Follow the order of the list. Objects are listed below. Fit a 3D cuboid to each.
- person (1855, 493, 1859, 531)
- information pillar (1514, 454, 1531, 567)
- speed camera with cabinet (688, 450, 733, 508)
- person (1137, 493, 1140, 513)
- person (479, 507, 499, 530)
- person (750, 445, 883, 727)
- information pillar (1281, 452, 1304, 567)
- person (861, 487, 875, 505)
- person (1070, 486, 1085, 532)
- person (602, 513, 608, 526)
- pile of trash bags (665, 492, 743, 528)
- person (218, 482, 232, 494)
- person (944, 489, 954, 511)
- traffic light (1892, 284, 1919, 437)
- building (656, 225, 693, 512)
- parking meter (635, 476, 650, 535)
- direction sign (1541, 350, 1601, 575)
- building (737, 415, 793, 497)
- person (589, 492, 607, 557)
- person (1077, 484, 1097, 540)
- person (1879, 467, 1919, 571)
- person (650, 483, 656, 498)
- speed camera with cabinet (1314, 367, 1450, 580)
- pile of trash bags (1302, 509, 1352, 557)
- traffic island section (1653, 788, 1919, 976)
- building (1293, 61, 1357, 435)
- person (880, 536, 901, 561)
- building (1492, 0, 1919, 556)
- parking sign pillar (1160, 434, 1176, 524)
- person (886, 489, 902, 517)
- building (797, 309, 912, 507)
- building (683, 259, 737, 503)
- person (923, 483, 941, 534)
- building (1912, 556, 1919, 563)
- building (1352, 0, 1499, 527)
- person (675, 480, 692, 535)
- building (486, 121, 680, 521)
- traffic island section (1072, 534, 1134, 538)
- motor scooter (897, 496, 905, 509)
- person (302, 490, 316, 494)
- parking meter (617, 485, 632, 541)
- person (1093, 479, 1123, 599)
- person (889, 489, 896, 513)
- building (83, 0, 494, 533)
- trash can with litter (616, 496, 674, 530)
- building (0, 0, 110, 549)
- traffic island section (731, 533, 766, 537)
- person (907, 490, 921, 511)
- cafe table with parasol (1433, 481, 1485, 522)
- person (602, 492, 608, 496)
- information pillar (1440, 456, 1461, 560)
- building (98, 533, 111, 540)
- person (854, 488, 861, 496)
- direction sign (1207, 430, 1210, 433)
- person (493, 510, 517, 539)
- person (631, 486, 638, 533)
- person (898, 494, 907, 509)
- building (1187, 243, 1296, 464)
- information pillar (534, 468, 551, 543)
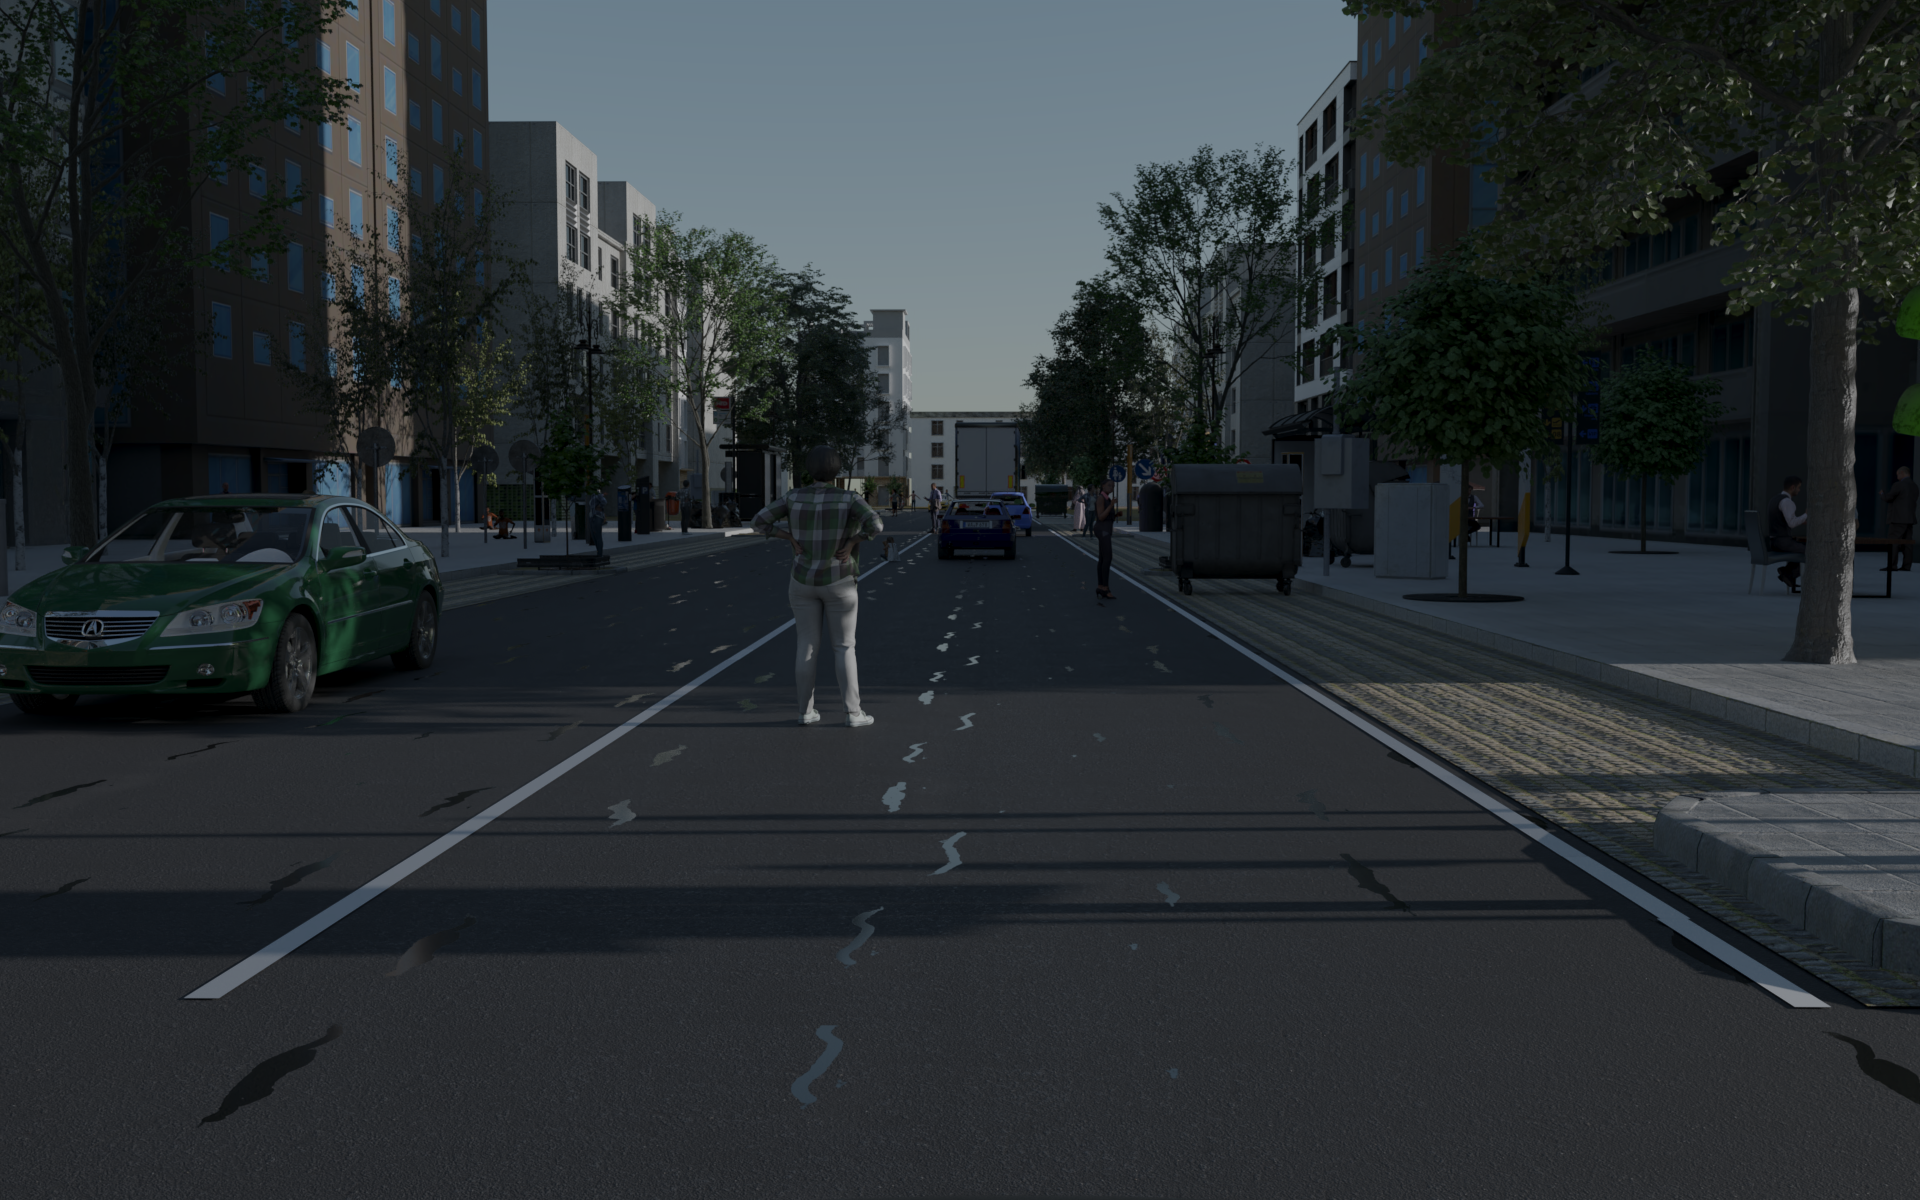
[{"bbox_3d":[12.335,-0.873,24.230,0.340,1.345,0.435,3,5,43],"label":"person"},{"bbox_3d":[9.889,-2.383,30.322,0.183,3.616,0.504,0,4,4],"label":"information pillar"},{"bbox_3d":[-11.163,-5.105,77.805,2.038,3.252,0.660,-1,4,-22],"label":"speed camera with cabinet"},{"bbox_3d":[11.978,-6.486,115.317,0.421,1.427,0.697,1,4,9],"label":"person"},{"bbox_3d":[-16.849,-2.909,61.888,0.859,0.850,0.655,0,4,-5],"label":"person"},{"bbox_3d":[-0.850,-0.093,10.750,0.841,1.734,0.376,1,4,15],"label":"person"},{"bbox_3d":[5.879,-1.601,30.671,0.304,2.012,0.304,-1,4,-11],"label":"information pillar"},{"bbox_3d":[-7.663,-8.369,142.506,1.348,1.869,0.705,2,4,23],"label":"person"},{"bbox_3d":[4.533,-3.454,65.638,0.621,1.740,0.551,3,5,40],"label":"person"},{"bbox_3d":[-14.428,-3.266,69.915,0.357,0.543,0.381,-3,5,-42],"label":"person"},{"bbox_3d":[-10.077,-3.515,67.220,3.447,1.369,1.912,2,4,31],"label":"pile of trash bags"},{"bbox_3d":[-18.384,-2.162,43.455,0.516,1.574,0.319,-2,4,-29],"label":"person"},{"bbox_3d":[-1.085,-8.305,144.279,1.348,1.826,0.705,-2,4,-29],"label":"person"},{"bbox_3d":[3.730,-1.043,5.970,0.839,4.253,0.868,0,4,1],"label":"traffic light"},{"bbox_3d":[-27.210,-16.118,119.952,16.016,20.091,11.380,0,4,1],"label":"building"},{"bbox_3d":[-10.065,-3.011,54.942,0.399,1.863,0.255,-3,4,-38],"label":"parking meter"},{"bbox_3d":[9.671,-2.170,27.479,0.876,3.537,0.379,2,4,24],"label":"direction sign"},{"bbox_3d":[-31.855,-14.647,181.619,28.070,9.664,9.099,0,4,1],"label":"building"},{"bbox_3d":[-7.830,-1.724,37.414,0.376,1.734,0.841,-1,4,-14],"label":"person"},{"bbox_3d":[4.039,-2.739,54.001,0.841,1.734,0.376,-3,4,-36],"label":"person"},{"bbox_3d":[15.626,-1.354,28.869,0.600,1.739,0.565,3,4,39],"label":"person"},{"bbox_3d":[-14.157,-4.427,78.572,0.875,1.805,0.789,3,5,44],"label":"person"},{"bbox_3d":[6.481,-1.976,26.636,2.038,3.252,0.660,3,5,43],"label":"speed camera with cabinet"},{"bbox_3d":[7.644,-1.589,35.740,3.447,1.369,1.912,3,5,44],"label":"pile of trash bags"},{"bbox_3d":[3.770,0.991,6.084,2.009,0.180,2.903,0,4,1],"label":"traffic island section"},{"bbox_3d":[32.567,-15.540,98.060,27.936,21.610,32.646,0,4,1],"label":"building"},{"bbox_3d":[-1.472,-1.098,36.927,0.381,0.543,0.357,-3,5,-44],"label":"person"},{"bbox_3d":[28.617,-25.894,47.064,21.300,48.544,21.600,0,4,1],"label":"building"},{"bbox_3d":[8.925,-5.223,73.868,1.447,3.967,1.447,0,4,-7],"label":"parking sign pillar"},{"bbox_3d":[-4.186,-6.161,110.023,1.217,1.735,0.721,-2,4,-34],"label":"person"},{"bbox_3d":[-11.105,-20.027,183.867,11.380,20.091,16.016,0,4,1],"label":"building"},{"bbox_3d":[-34.905,-16.684,139.246,31.486,18.905,16.747,0,4,1],"label":"building"},{"bbox_3d":[-1.025,-3.322,62.688,0.599,1.838,0.709,-3,4,-38],"label":"person"},{"bbox_3d":[28.161,-24.625,26.316,21.600,48.544,21.300,0,4,1],"label":"building"},{"bbox_3d":[25.192,-25.870,73.082,14.600,45.320,14.200,0,4,1],"label":"building"},{"bbox_3d":[-8.676,-2.929,54.654,0.376,1.734,0.841,-2,4,-28],"label":"person"},{"bbox_3d":[-27.166,-14.182,98.326,16.747,18.905,31.486,0,4,1],"label":"building"},{"bbox_3d":[4.729,-2.132,57.732,1.991,0.108,1.994,0,4,1],"label":"traffic island section"},{"bbox_3d":[-5.176,-8.546,152.501,0.815,1.314,1.986,0,4,1],"label":"motor scooter"},{"bbox_3d":[-9.669,-0.976,25.911,0.435,1.345,0.340,2,4,27],"label":"person"},{"bbox_3d":[-9.099,-2.359,46.978,0.372,1.533,0.369,0,3,0],"label":"parking meter"},{"bbox_3d":[2.056,-0.847,23.816,0.415,1.643,0.593,-2,4,-29],"label":"person"},{"bbox_3d":[-4.917,-7.276,127.407,0.705,1.831,1.348,1,4,15],"label":"person"},{"bbox_3d":[-27.580,-25.575,68.257,14.600,45.320,14.200,0,4,1],"label":"building"},{"bbox_3d":[-11.127,-3.082,61.446,2.233,1.210,1.678,-1,4,-21],"label":"trash can with litter"},{"bbox_3d":[-32.522,-25.191,31.481,23.786,49.044,30.456,0,4,1],"label":"building"},{"bbox_3d":[-6.605,-2.181,58.528,1.991,0.108,1.994,0,4,1],"label":"traffic island section"},{"bbox_3d":[-3.815,-8.165,142.711,1.217,1.736,0.721,1,4,12],"label":"person"},{"bbox_3d":[17.757,-3.524,62.476,2.610,1.966,2.610,0,4,-5],"label":"cafe table with parasol"},{"bbox_3d":[-13.823,-3.709,66.557,0.599,1.838,0.709,-1,4,-17],"label":"person"},{"bbox_3d":[9.638,-2.604,33.931,0.504,3.616,0.183,0,4,8],"label":"information pillar"},{"bbox_3d":[-27.934,-24.708,54.088,14.600,45.320,14.200,0,4,1],"label":"building"},{"bbox_3d":[-9.495,-9.224,156.987,1.348,1.807,0.705,0,4,0],"label":"person"},{"bbox_3d":[8.688,-4.165,60.093,0.379,3.537,0.876,2,4,35],"label":"direction sign"},{"bbox_3d":[-12.985,-2.130,49.162,0.859,0.850,0.655,0,4,5],"label":"person"},{"bbox_3d":[-10.474,-2.957,56.259,0.662,1.594,0.647,0,4,5],"label":"person"},{"bbox_3d":[-5.133,-8.618,150.226,1.217,1.723,0.721,1,4,19],"label":"person"},{"bbox_3d":[27.250,-16.144,130.405,16.747,18.905,31.486,0,4,1],"label":"building"},{"bbox_3d":[-11.013,-2.517,45.645,0.304,2.012,0.304,2,4,26],"label":"information pillar"}]
